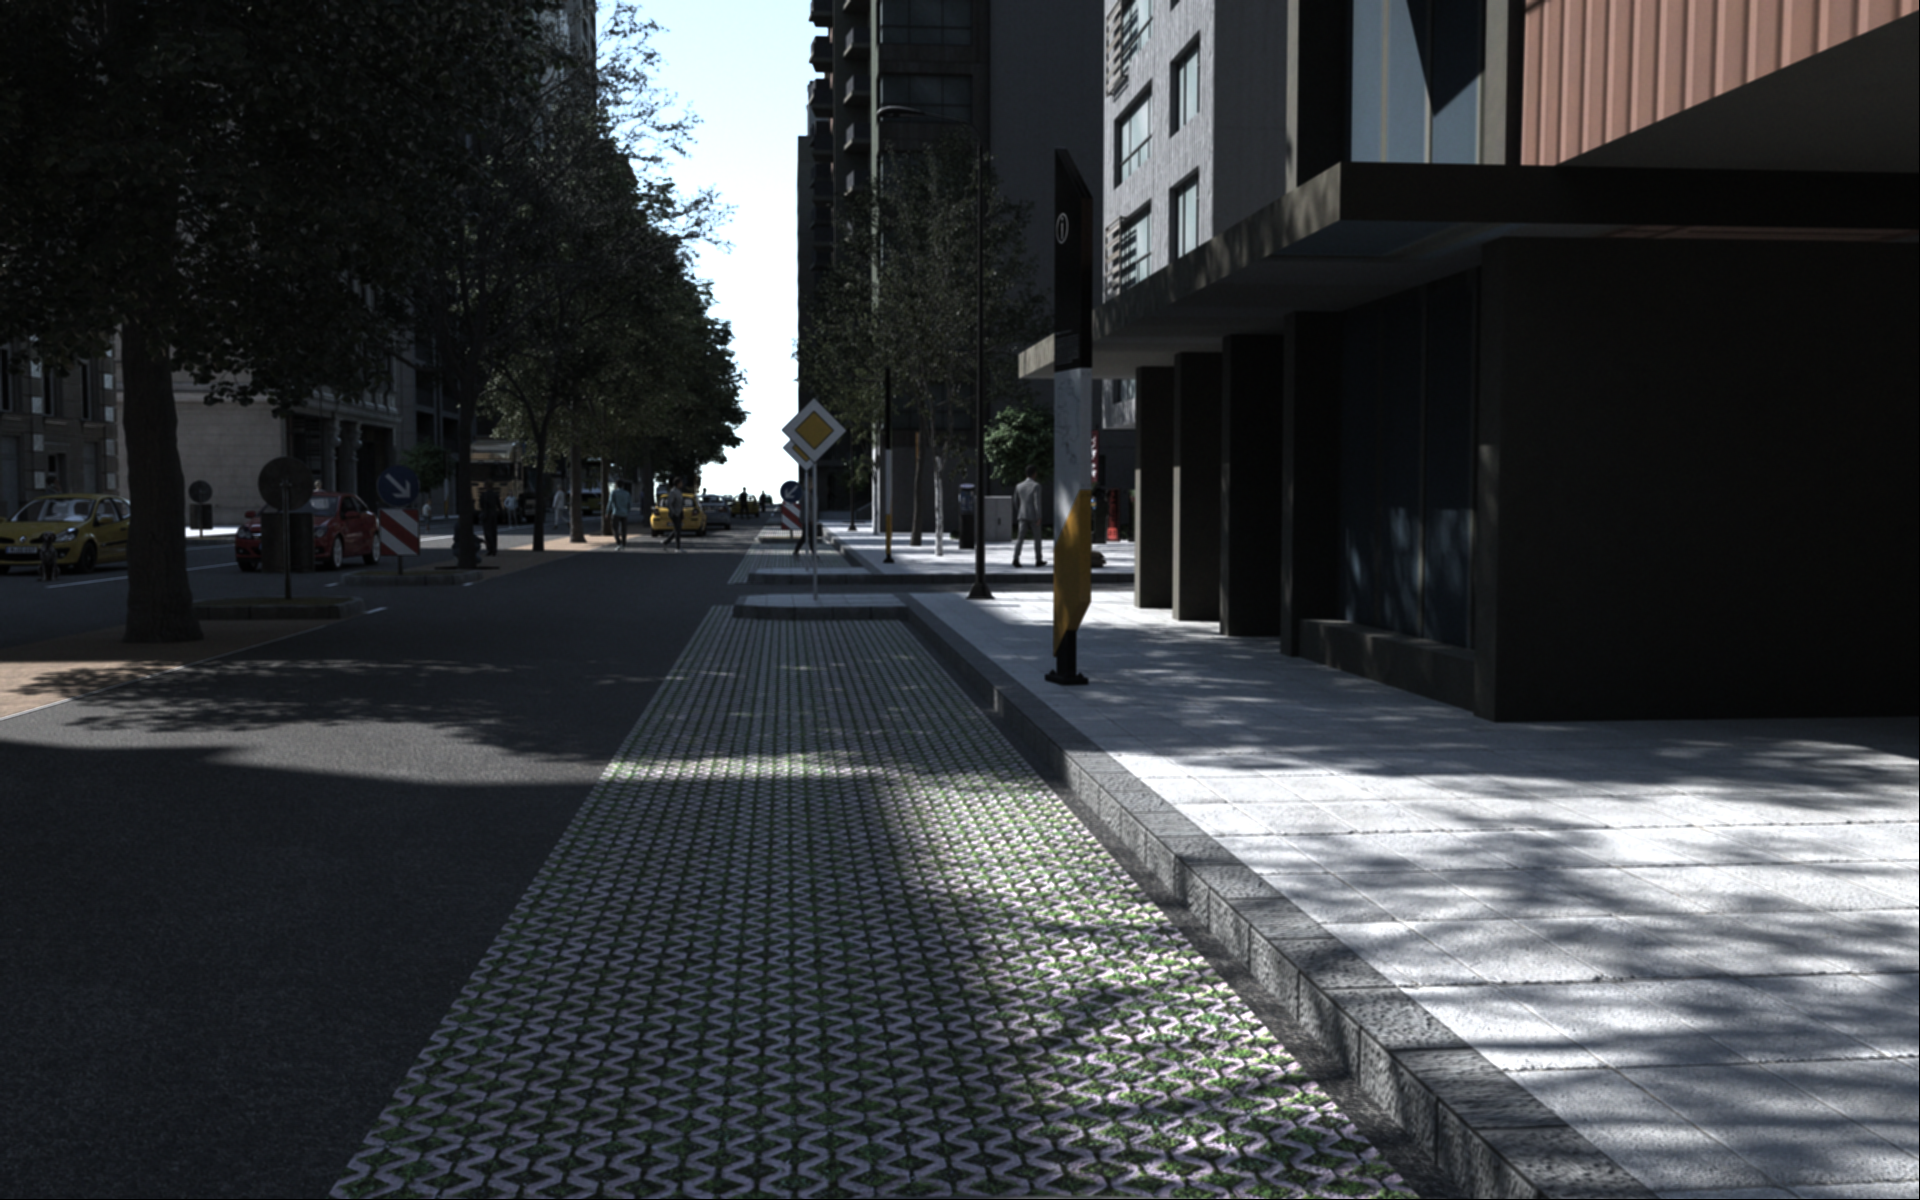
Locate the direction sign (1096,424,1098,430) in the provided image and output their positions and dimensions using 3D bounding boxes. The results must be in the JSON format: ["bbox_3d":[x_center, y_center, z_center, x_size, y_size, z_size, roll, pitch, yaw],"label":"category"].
[{"bbox_3d":[4.472,-3.950,56.579,0.379,3.537,0.876,0,4,2],"label":"direction sign"}]

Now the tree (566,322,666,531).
[{"bbox_3d":[-13.023,-6.940,66.291,4.737,8.622,4.395,0,3,0],"label":"tree"}]

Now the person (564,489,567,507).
[{"bbox_3d":[-40.209,-10.396,176.156,0.705,1.807,1.348,-2,4,-27],"label":"person"}]

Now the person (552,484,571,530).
[{"bbox_3d":[-16.131,-3.772,70.048,0.818,1.842,0.514,0,4,-6],"label":"person"}]

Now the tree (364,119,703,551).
[{"bbox_3d":[-10.505,-6.462,42.527,8.767,10.594,7.601,0,4,-6],"label":"tree"}]

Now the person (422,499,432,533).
[{"bbox_3d":[-19.593,-3.090,63.698,0.352,1.250,0.332,-2,4,-28],"label":"person"}]

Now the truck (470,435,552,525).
[{"bbox_3d":[-22.080,-5.860,84.725,2.839,4.237,11.283,0,4,-4],"label":"truck"}]

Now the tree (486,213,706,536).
[{"bbox_3d":[-12.160,-7.989,58.830,9.928,11.665,9.643,0,3,0],"label":"tree"}]

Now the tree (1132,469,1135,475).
[{"bbox_3d":[6.243,-3.810,56.902,1.663,3.219,1.824,0,3,0],"label":"tree"}]

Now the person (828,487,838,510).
[{"bbox_3d":[-8.146,-6.142,107.294,1.217,1.723,0.721,-2,4,-30],"label":"person"}]

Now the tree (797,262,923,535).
[{"bbox_3d":[-2.882,-6.356,54.280,4.737,8.622,4.395,0,3,0],"label":"tree"}]

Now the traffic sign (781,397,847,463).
[{"bbox_3d":[-1.732,-1.143,20.884,0.795,2.593,0.064,0,4,-6],"label":"traffic sign"}]

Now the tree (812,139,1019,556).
[{"bbox_3d":[-0.601,-5.211,35.555,4.360,8.622,3.978,0,3,0],"label":"tree"}]

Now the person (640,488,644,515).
[{"bbox_3d":[-22.056,-6.898,121.147,0.599,1.838,0.709,1,4,10],"label":"person"}]

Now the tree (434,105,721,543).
[{"bbox_3d":[-11.099,-7.920,50.074,7.486,12.596,7.792,0,3,0],"label":"tree"}]

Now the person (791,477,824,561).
[{"bbox_3d":[-3.222,-1.714,36.707,0.728,1.800,0.709,0,4,2],"label":"person"}]

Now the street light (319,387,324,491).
[{"bbox_3d":[-25.371,-5.982,70.339,1.470,5.913,1.316,0,4,-6],"label":"street light"}]

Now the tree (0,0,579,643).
[{"bbox_3d":[-7.717,-6.556,16.305,9.857,13.997,8.962,0,3,0],"label":"tree"}]

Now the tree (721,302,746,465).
[{"bbox_3d":[-13.276,-9.368,73.758,7.486,12.596,7.792,0,3,0],"label":"tree"}]

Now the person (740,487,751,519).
[{"bbox_3d":[-12.384,-5.601,99.858,0.659,1.850,0.755,-3,5,-44],"label":"person"}]

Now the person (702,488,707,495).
[{"bbox_3d":[-14.467,-5.496,98.541,0.466,1.800,0.511,-2,4,-33],"label":"person"}]

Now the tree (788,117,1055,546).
[{"bbox_3d":[-0.754,-6.613,42.533,7.601,10.594,8.767,0,4,-1],"label":"tree"}]

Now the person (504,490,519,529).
[{"bbox_3d":[-18.644,-3.773,71.998,0.589,1.601,0.330,-1,4,-19],"label":"person"}]

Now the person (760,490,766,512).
[{"bbox_3d":[-15.656,-7.850,137.400,0.434,1.755,0.990,-2,4,-26],"label":"person"}]

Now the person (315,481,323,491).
[{"bbox_3d":[-19.758,-2.760,53.506,0.818,1.842,0.514,1,4,20],"label":"person"}]

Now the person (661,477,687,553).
[{"bbox_3d":[-7.034,-2.088,42.478,0.795,1.843,0.661,1,4,16],"label":"person"}]

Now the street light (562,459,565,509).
[{"bbox_3d":[-33.148,-10.669,146.979,1.470,5.913,1.316,0,4,-6],"label":"street light"}]

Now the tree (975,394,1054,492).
[{"bbox_3d":[2.160,-4.409,55.809,4.285,4.588,4.351,0,3,0],"label":"tree"}]

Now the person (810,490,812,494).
[{"bbox_3d":[-15.112,-10.356,176.143,0.721,1.735,1.217,0,4,3],"label":"person"}]

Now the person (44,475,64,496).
[{"bbox_3d":[-18.121,-1.599,34.821,0.473,1.802,0.592,1,4,11],"label":"person"}]

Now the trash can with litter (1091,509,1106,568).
[{"bbox_3d":[2.254,-1.174,30.585,0.624,1.170,1.055,-2,4,-25],"label":"trash can with litter"}]

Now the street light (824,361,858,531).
[{"bbox_3d":[-4.298,-5.369,60.324,1.470,5.913,1.316,0,4,-6],"label":"street light"}]

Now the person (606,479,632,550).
[{"bbox_3d":[-8.736,-2.200,44.491,0.660,1.820,0.620,-3,4,-38],"label":"person"}]

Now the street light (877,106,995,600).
[{"bbox_3d":[-0.291,-2.963,20.985,1.470,5.913,1.316,0,4,-6],"label":"street light"}]

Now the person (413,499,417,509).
[{"bbox_3d":[-27.243,-4.875,85.926,0.709,1.800,0.728,-2,4,-24],"label":"person"}]

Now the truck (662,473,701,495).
[{"bbox_3d":[-25.327,-9.961,158.780,3.469,3.379,9.791,0,4,-6],"label":"truck"}]

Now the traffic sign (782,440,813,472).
[{"bbox_3d":[-2.535,-1.629,28.829,0.795,2.593,0.064,0,4,-6],"label":"traffic sign"}]

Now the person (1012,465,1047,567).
[{"bbox_3d":[1.204,-1.471,30.367,0.678,1.792,0.850,2,4,35],"label":"person"}]

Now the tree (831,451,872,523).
[{"bbox_3d":[-4.662,-5.037,76.950,1.663,3.219,1.824,0,3,0],"label":"tree"}]

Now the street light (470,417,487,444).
[{"bbox_3d":[-28.681,-8.010,103.510,1.470,5.913,1.316,0,4,-6],"label":"street light"}]

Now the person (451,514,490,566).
[{"bbox_3d":[-9.710,-1.244,34.339,0.738,1.151,1.012,-1,4,-16],"label":"person"}]

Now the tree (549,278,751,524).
[{"bbox_3d":[-14.769,-9.958,82.280,9.611,12.733,9.660,0,3,0],"label":"tree"}]

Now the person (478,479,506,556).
[{"bbox_3d":[-10.802,-1.900,39.980,0.534,1.772,0.576,1,4,19],"label":"person"}]

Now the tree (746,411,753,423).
[{"bbox_3d":[-14.812,-10.420,90.956,7.486,12.596,7.792,0,3,0],"label":"tree"}]

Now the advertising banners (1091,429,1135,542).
[{"bbox_3d":[4.138,-3.083,46.592,2.074,3.025,0.090,3,5,43],"label":"advertising banners"}]

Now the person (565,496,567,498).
[{"bbox_3d":[-39.381,-10.110,174.598,1.065,1.426,0.557,0,4,4],"label":"person"}]

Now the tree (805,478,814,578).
[{"bbox_3d":[-6.475,-5.660,5.376,12.009,13.543,11.850,0,3,0],"label":"tree"}]
